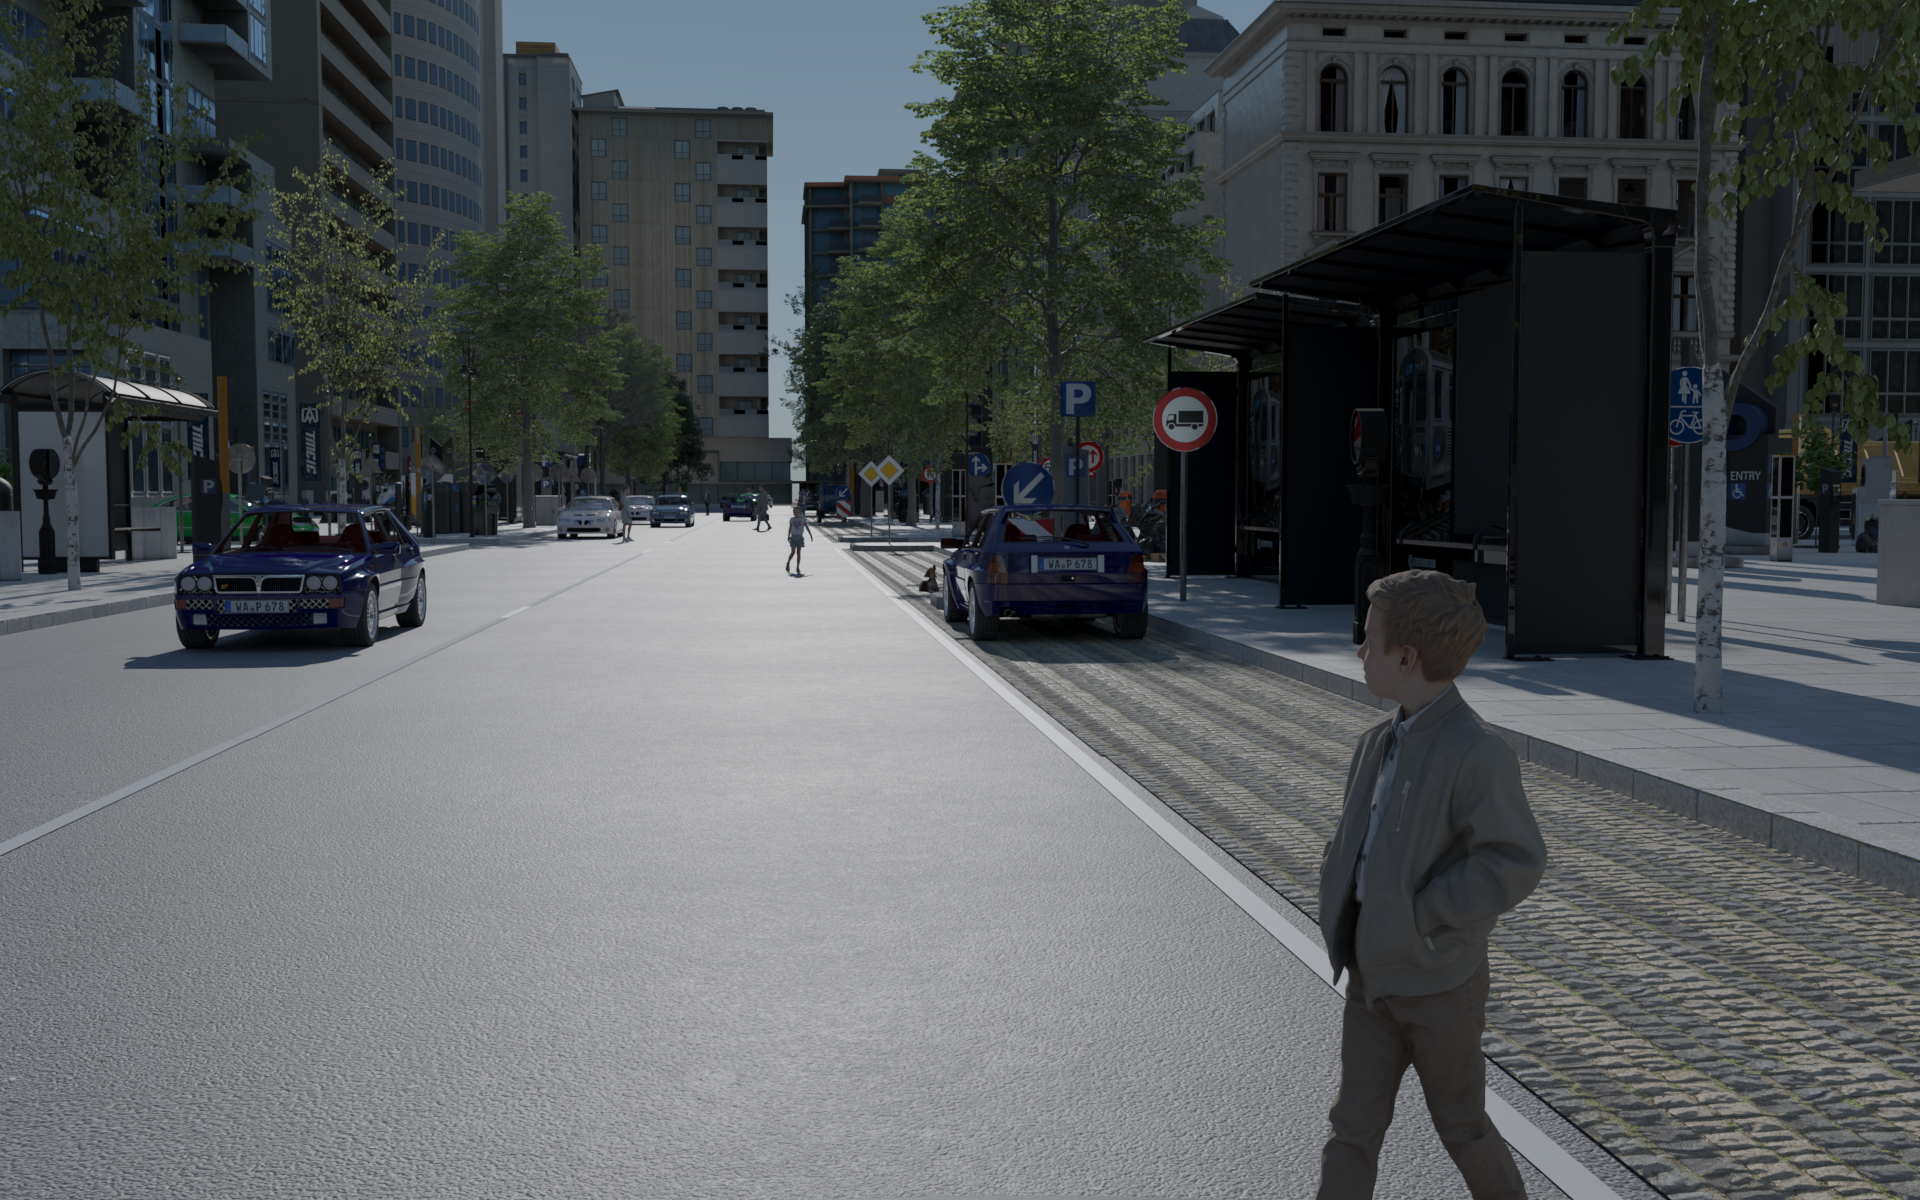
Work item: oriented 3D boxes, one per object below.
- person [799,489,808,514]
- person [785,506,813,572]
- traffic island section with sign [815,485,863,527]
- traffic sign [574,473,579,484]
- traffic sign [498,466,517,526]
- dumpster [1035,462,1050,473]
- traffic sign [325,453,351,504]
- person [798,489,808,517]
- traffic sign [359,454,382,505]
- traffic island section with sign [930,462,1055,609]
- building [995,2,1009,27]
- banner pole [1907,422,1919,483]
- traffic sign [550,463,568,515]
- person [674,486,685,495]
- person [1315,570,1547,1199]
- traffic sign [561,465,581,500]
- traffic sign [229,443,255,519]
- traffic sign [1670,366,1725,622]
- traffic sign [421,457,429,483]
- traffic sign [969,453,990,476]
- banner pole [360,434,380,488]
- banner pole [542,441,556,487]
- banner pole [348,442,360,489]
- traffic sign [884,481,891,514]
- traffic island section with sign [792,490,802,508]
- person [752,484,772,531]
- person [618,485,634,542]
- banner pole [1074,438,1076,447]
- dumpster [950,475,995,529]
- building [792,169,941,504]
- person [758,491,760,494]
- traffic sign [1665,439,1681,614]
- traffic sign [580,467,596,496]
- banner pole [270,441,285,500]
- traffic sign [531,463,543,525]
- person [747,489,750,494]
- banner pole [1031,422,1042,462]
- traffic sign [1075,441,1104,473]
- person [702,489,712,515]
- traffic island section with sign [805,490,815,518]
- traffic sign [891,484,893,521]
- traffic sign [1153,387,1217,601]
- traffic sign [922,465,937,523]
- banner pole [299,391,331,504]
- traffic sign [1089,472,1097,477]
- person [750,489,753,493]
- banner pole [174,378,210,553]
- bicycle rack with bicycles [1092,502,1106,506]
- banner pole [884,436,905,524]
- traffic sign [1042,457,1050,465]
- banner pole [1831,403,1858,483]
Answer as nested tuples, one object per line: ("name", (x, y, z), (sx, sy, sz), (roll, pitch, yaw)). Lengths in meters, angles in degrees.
("person", (-11.352, -7.158, 125.553), (0.660, 1.820, 0.620), (-1, 4, -13))
("person", (-2.959, -1.122, 31.856), (0.505, 1.210, 0.382), (0, 4, -7))
("traffic island section with sign", (-5.302, -4.165, 76.720), (1.989, 1.847, 2.006), (0, 4, -6))
("traffic sign", (-19.894, -5.550, 90.749), (0.884, 2.594, 0.081), (0, 4, 3))
("traffic sign", (-18.354, -4.223, 70.235), (0.795, 2.450, 0.064), (0, 4, -5))
("dumpster", (2.503, -3.108, 53.314), (1.502, 2.255, 1.985), (0, 4, -6))
("traffic sign", (-18.660, -3.173, 51.988), (0.768, 2.556, 0.104), (0, 4, 0))
("person", (-8.232, -4.970, 90.602), (0.563, 1.720, 0.643), (-3, 4, -36))
("traffic sign", (-18.949, -3.408, 55.722), (0.884, 2.594, 0.081), (0, 3, 0))
("traffic island section with sign", (0.651, -0.817, 21.987), (1.989, 1.847, 2.006), (0, 4, -6))
("building", (16.135, -48.843, 236.829), (20.611, 71.187, 20.563), (0, 4, -6))
("banner pole", (32.785, -4.276, 59.935), (0.863, 3.779, 0.401), (2, 4, 25))
("traffic sign", (-16.414, -4.332, 70.935), (0.768, 2.556, 0.104), (0, 4, 3))
("person", (-14.026, -4.765, 86.514), (0.694, 1.812, 0.767), (-1, 4, -23))
("person", (0.800, 0.599, 2.975), (0.640, 1.303, 0.475), (-2, 4, -35))
("traffic sign", (-17.258, -4.704, 76.908), (0.884, 2.594, 0.081), (0, 4, 0))
("traffic sign", (-18.052, -2.650, 43.436), (0.768, 2.556, 0.104), (0, 4, -1))
("traffic sign", (7.252, -1.054, 17.334), (0.768, 2.556, 0.104), (0, 4, -1))
("traffic sign", (-18.091, -3.595, 58.892), (0.768, 2.556, 0.104), (0, 4, -1))
("traffic sign", (0.564, -3.315, 54.309), (0.768, 2.556, 0.104), (0, 4, 3))
("banner pole", (-24.639, -5.067, 72.865), (0.401, 3.779, 0.863), (1, 4, 21))
("banner pole", (-18.976, -5.495, 79.863), (0.863, 3.779, 0.401), (-3, 5, -43))
("banner pole", (-29.135, -5.711, 83.395), (0.401, 3.779, 0.863), (3, 5, 40))
("traffic sign", (-4.342, -6.576, 107.628), (0.768, 2.556, 0.104), (0, 4, 3))
("traffic island section with sign", (-13.659, -8.856, 153.424), (1.989, 1.847, 2.006), (0, 4, -6))
("person", (-7.752, -3.617, 67.735), (0.767, 1.812, 0.694), (1, 4, 8))
("person", (-10.055, -2.607, 52.121), (0.522, 1.701, 0.512), (-1, 4, -15))
("banner pole", (5.311, -5.334, 77.221), (0.863, 3.779, 0.401), (-3, 4, -37))
("dumpster", (0.408, -2.905, 53.252), (1.264, 1.857, 1.865), (0, 4, -6))
("building", (-8.573, -35.559, 236.009), (28.867, 44.769, 22.147), (0, 4, -6))
("person", (-18.611, -9.274, 160.794), (0.551, 1.740, 0.621), (3, 5, 42))
("traffic sign", (7.605, -1.128, 18.548), (0.768, 2.556, 0.104), (0, 4, -5))
("traffic sign", (-17.739, -5.050, 82.673), (0.768, 2.556, 0.104), (0, 4, -4))
("banner pole", (-31.949, -5.581, 81.261), (0.863, 3.779, 0.401), (0, 4, -2))
("traffic sign", (-17.734, -4.401, 72.063), (0.768, 2.556, 0.104), (0, 4, -6))
("person", (-13.675, -6.341, 112.408), (0.478, 1.798, 0.641), (1, 4, 11))
("banner pole", (2.680, -4.287, 60.101), (0.401, 3.779, 0.863), (2, 4, 31))
("traffic sign", (3.063, -2.534, 41.538), (0.768, 2.556, 0.104), (0, 4, -3))
("person", (-17.003, -6.562, 116.190), (0.661, 1.777, 0.834), (1, 4, 17))
("traffic island section with sign", (-8.289, -5.832, 103.987), (1.989, 1.847, 2.006), (0, 4, -6))
("traffic sign", (-3.198, -4.996, 81.783), (0.768, 2.556, 0.104), (0, 4, 1))
("traffic sign", (2.678, -1.260, 20.699), (0.768, 2.556, 0.104), (0, 4, 2))
("traffic sign", (-1.306, -4.668, 76.425), (0.768, 2.556, 0.104), (0, 4, -1))
("banner pole", (-15.550, -3.177, 41.960), (0.863, 3.779, 0.401), (-1, 4, -21))
("traffic sign", (3.847, -3.325, 54.373), (0.884, 2.594, 0.081), (0, 4, -5))
("person", (-14.186, -6.678, 118.025), (0.374, 1.781, 0.599), (1, 4, 13))
("banner pole", (-16.698, -2.911, 37.609), (0.863, 3.779, 0.401), (-3, 5, -39))
("bicycle rack with bicycles", (5.870, -4.121, 80.763), (2.925, 0.926, 2.852), (1, 4, 9))
("banner pole", (-2.852, -5.188, 74.843), (0.863, 3.779, 0.401), (-1, 4, -9))
("traffic sign", (3.092, -3.604, 59.029), (0.768, 2.556, 0.104), (0, 4, 3))
("banner pole", (24.279, -3.529, 47.717), (0.863, 3.779, 0.401), (3, 4, 36))
